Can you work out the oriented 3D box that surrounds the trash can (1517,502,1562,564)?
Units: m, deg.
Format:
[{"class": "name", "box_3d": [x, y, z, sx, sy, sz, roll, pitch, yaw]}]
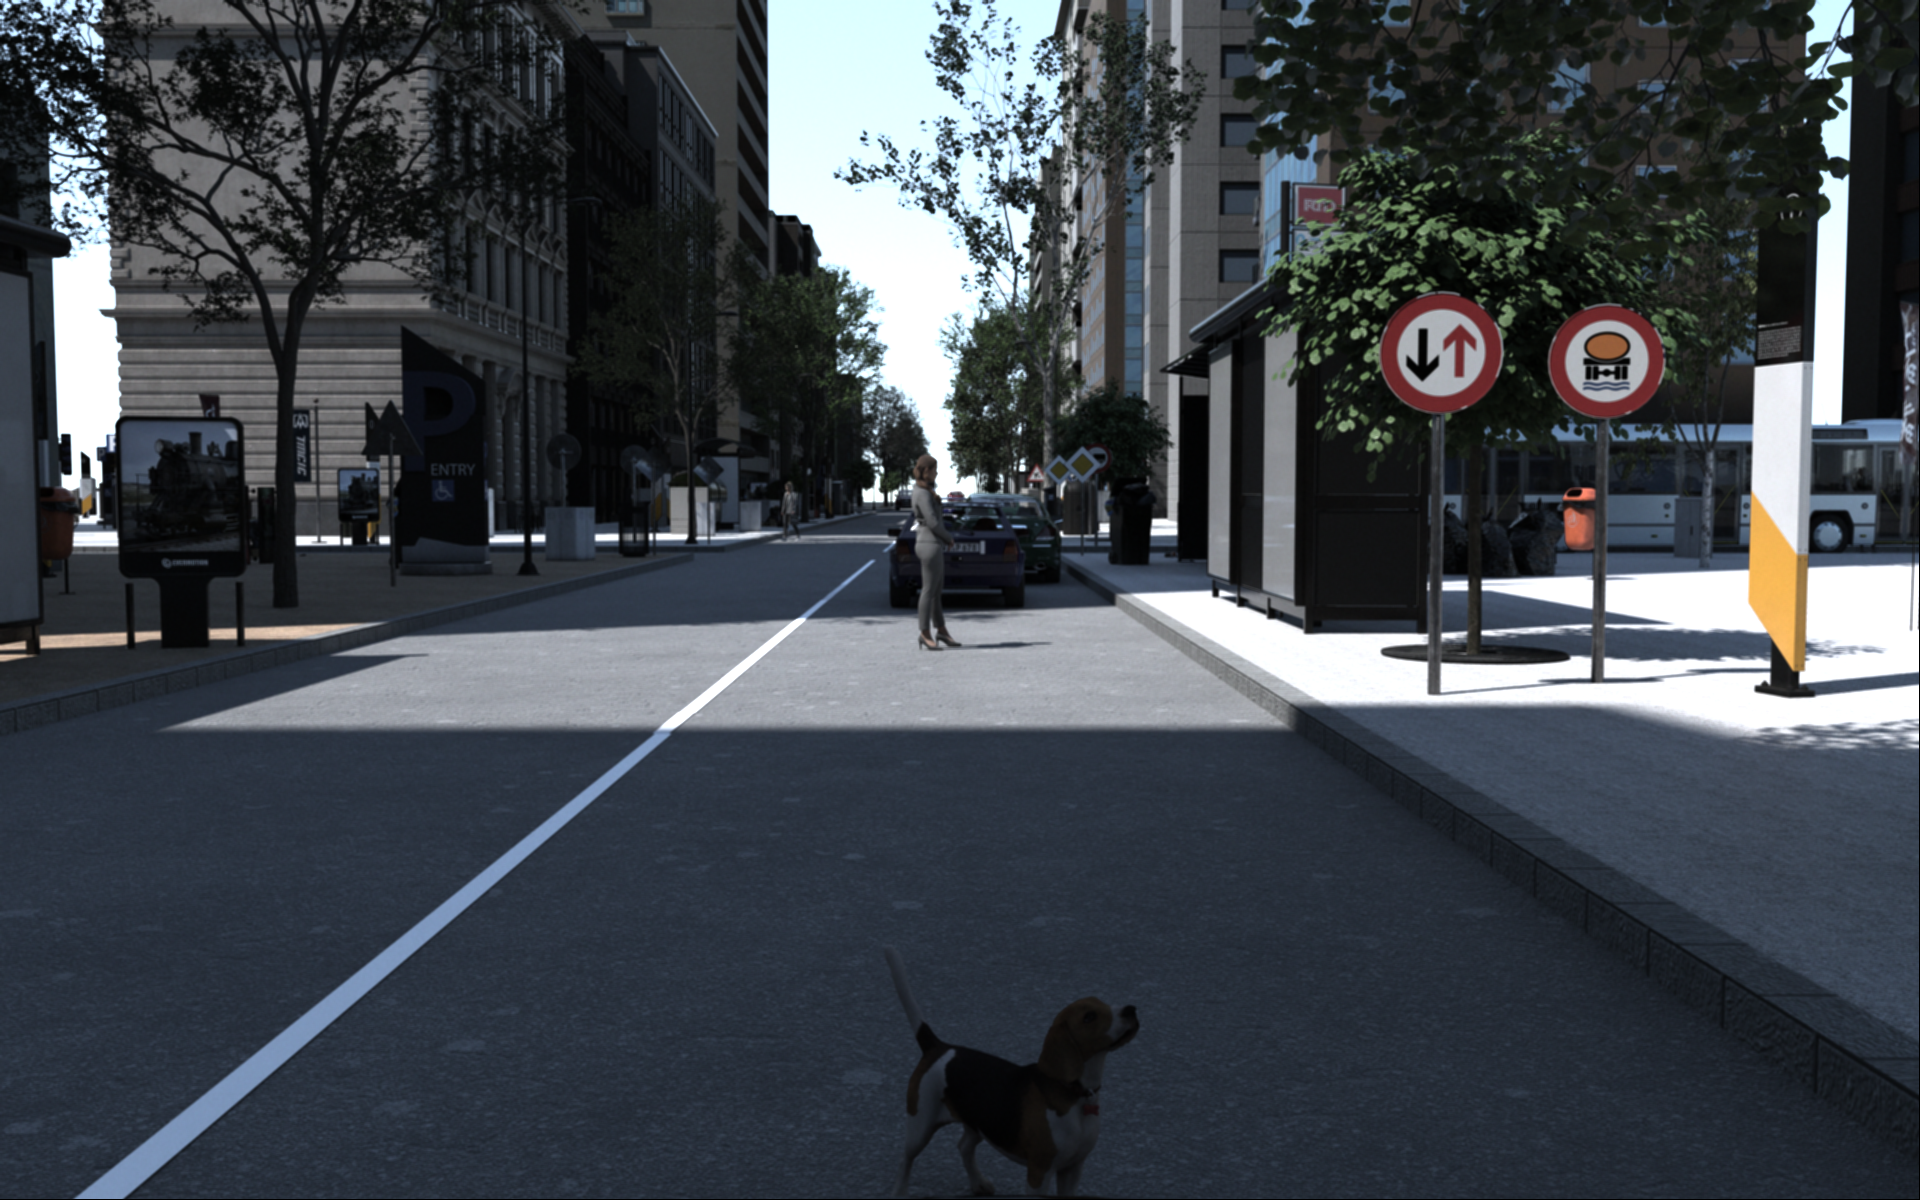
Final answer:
[{"class": "trash can", "box_3d": [10.139, -1.143, 30.342, 0.748, 1.137, 0.748, 0, 3, 0]}]

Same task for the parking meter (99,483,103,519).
[{"class": "parking meter", "box_3d": [-44.284, -5.128, 89.550, 0.255, 1.863, 0.399, 0, 4, 2]}]

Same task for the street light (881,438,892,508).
[{"class": "street light", "box_3d": [-6.532, -10.384, 142.321, 1.470, 5.913, 1.316, 0, 4, 0]}]

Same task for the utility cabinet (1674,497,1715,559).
[{"class": "utility cabinet", "box_3d": [14.769, -1.451, 34.887, 0.306, 1.237, 1.020, 0, 4, -6]}]

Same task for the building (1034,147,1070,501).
[{"class": "building", "box_3d": [21.307, -37.561, 237.826, 21.300, 48.544, 21.600, 0, 4, 0]}]

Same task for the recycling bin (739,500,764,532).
[{"class": "recycling bin", "box_3d": [-7.122, -2.829, 58.816, 0.722, 1.027, 0.722, 0, 4, -5]}]

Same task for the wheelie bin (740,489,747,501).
[{"class": "wheelie bin", "box_3d": [-13.260, -5.917, 104.648, 0.980, 1.594, 0.693, 1, 4, 15]}]

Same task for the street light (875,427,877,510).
[{"class": "street light", "box_3d": [-6.493, -9.040, 120.344, 1.470, 5.913, 1.316, 0, 4, 0]}]

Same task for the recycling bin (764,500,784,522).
[{"class": "recycling bin", "box_3d": [-7.755, -3.610, 71.578, 0.722, 1.027, 0.722, -3, 5, -39]}]

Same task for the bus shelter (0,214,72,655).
[{"class": "bus shelter", "box_3d": [-8.136, -1.944, 9.418, 2.179, 5.291, 8.768, 0, 4, 0]}]

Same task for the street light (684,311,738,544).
[{"class": "street light", "box_3d": [-6.334, -4.380, 44.153, 1.470, 5.913, 1.316, 0, 4, 0]}]

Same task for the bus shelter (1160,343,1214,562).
[{"class": "bus shelter", "box_3d": [4.643, -2.349, 29.695, 1.731, 3.624, 6.357, 0, 4, 0]}]

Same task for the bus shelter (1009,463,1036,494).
[{"class": "bus shelter", "box_3d": [4.159, -7.375, 114.501, 2.014, 3.302, 5.546, 0, 4, 0]}]

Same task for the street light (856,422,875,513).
[{"class": "street light", "box_3d": [-6.414, -8.496, 111.451, 1.470, 5.913, 1.316, 0, 4, 0]}]

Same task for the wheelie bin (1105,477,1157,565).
[{"class": "wheelie bin", "box_3d": [3.145, -1.448, 31.575, 0.980, 1.594, 0.693, -1, 4, -20]}]

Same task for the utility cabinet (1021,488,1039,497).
[{"class": "utility cabinet", "box_3d": [2.717, -3.554, 66.782, 0.318, 1.500, 1.173, 2, 4, 23]}]

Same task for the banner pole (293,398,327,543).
[{"class": "banner pole", "box_3d": [-17.047, -3.381, 45.295, 0.863, 3.779, 0.401, -1, 4, -16]}]

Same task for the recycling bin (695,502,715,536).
[{"class": "recycling bin", "box_3d": [-7.850, -2.470, 52.931, 0.722, 1.027, 0.722, -1, 4, -9]}]

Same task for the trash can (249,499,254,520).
[{"class": "trash can", "box_3d": [-19.294, -2.126, 46.407, 0.748, 1.137, 0.748, 0, 3, 0]}]

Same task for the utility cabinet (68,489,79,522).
[{"class": "utility cabinet", "box_3d": [-40.111, -4.228, 77.809, 1.173, 1.500, 0.318, 2, 4, 27]}]

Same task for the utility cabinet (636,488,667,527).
[{"class": "utility cabinet", "box_3d": [-11.921, -3.563, 66.939, 1.173, 1.500, 0.318, -3, 4, -38]}]

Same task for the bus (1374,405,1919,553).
[{"class": "bus", "box_3d": [16.261, -2.710, 39.174, 13.247, 3.499, 2.948, 0, 4, -2]}]

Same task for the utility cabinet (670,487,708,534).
[{"class": "utility cabinet", "box_3d": [-8.632, -2.846, 55.216, 1.173, 1.500, 0.318, -1, 4, -12]}]

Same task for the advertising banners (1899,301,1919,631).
[{"class": "advertising banners", "box_3d": [9.281, -1.239, 16.453, 2.074, 3.025, 0.090, -3, 5, -41]}]

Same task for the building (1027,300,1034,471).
[{"class": "building", "box_3d": [16.901, -29.647, 256.434, 14.160, 30.474, 14.107, 0, 4, 0]}]

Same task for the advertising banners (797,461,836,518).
[{"class": "advertising banners", "box_3d": [-7.673, -5.875, 92.249, 2.074, 3.025, 0.090, 0, 4, -6]}]

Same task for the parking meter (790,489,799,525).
[{"class": "parking meter", "box_3d": [-6.973, -3.935, 72.754, 0.372, 1.533, 0.369, 0, 3, 0]}]

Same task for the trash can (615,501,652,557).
[{"class": "trash can", "box_3d": [-6.657, -1.449, 35.347, 0.748, 1.137, 0.748, 0, 3, 0]}]

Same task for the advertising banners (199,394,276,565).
[{"class": "advertising banners", "box_3d": [-12.980, -2.143, 31.225, 0.090, 3.025, 2.074, 1, 4, 15]}]

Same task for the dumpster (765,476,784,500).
[{"class": "dumpster", "box_3d": [-9.035, -5.203, 87.570, 1.502, 2.255, 1.985, 0, 4, 0]}]

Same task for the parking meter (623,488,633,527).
[{"class": "parking meter", "box_3d": [-12.924, -3.609, 67.411, 0.372, 1.533, 0.369, 0, 3, 0]}]

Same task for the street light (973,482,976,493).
[{"class": "street light", "box_3d": [1.870, -13.595, 194.818, 1.470, 5.913, 1.316, 0, 4, 0]}]

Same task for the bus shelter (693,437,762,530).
[{"class": "bus shelter", "box_3d": [-8.698, -4.335, 64.803, 2.014, 3.302, 5.546, 0, 4, 0]}]

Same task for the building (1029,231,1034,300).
[{"class": "building", "box_3d": [17.627, -35.902, 270.591, 14.154, 41.232, 14.086, 0, 4, 0]}]

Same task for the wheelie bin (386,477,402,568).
[{"class": "wheelie bin", "box_3d": [-9.444, -1.353, 30.028, 0.693, 1.594, 0.980, 1, 4, 22]}]

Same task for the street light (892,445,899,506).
[{"class": "street light", "box_3d": [-6.599, -11.718, 164.133, 1.470, 5.913, 1.316, 0, 4, 0]}]

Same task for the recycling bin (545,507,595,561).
[{"class": "recycling bin", "box_3d": [-7.549, -1.284, 33.550, 0.722, 1.027, 0.722, 1, 4, 18]}]

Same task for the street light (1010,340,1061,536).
[{"class": "street light", "box_3d": [2.355, -4.887, 52.446, 1.470, 5.913, 1.316, 0, 4, 0]}]

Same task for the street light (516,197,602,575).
[{"class": "street light", "box_3d": [-6.305, -3.348, 27.278, 1.470, 5.913, 1.316, 0, 4, 0]}]

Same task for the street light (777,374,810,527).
[{"class": "street light", "box_3d": [-6.373, -5.772, 66.916, 1.470, 5.913, 1.316, 0, 4, 0]}]

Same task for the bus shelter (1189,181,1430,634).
[{"class": "bus shelter", "box_3d": [3.939, -2.590, 19.977, 2.179, 5.291, 8.768, 0, 4, 0]}]

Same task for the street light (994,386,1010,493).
[{"class": "street light", "box_3d": [2.292, -6.222, 74.275, 1.470, 5.913, 1.316, 0, 4, 0]}]

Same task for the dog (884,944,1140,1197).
[{"class": "dog", "box_3d": [0.083, 0.974, 3.364, 0.540, 0.507, 0.406, 1, 4, 8]}]

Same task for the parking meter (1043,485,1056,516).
[{"class": "parking meter", "box_3d": [2.640, -2.614, 51.142, 0.372, 1.533, 0.369, 0, 3, 0]}]

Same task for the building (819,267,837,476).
[{"class": "building", "box_3d": [-22.943, -27.264, 217.470, 14.160, 30.474, 14.107, 0, 4, 0]}]

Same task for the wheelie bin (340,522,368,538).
[{"class": "wheelie bin", "box_3d": [-17.883, -2.640, 51.077, 0.980, 1.594, 0.693, 0, 4, 3]}]

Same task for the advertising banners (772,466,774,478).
[{"class": "advertising banners", "box_3d": [-11.614, -6.722, 106.091, 0.090, 3.025, 2.074, 0, 4, 7]}]

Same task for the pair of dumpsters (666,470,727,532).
[{"class": "pair of dumpsters", "box_3d": [-8.826, -3.398, 58.047, 1.574, 2.255, 4.437, 0, 4, 0]}]

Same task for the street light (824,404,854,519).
[{"class": "street light", "box_3d": [-6.280, -7.139, 89.262, 1.470, 5.913, 1.316, 0, 4, 0]}]

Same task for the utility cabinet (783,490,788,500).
[{"class": "utility cabinet", "box_3d": [-7.925, -4.306, 79.079, 0.318, 1.500, 1.173, -1, 4, -21]}]

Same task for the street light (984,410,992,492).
[{"class": "street light", "box_3d": [2.148, -7.556, 96.087, 1.470, 5.913, 1.316, 0, 4, 0]}]

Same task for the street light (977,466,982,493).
[{"class": "street light", "box_3d": [2.116, -9.577, 129.127, 1.470, 5.913, 1.316, 0, 4, 0]}]
